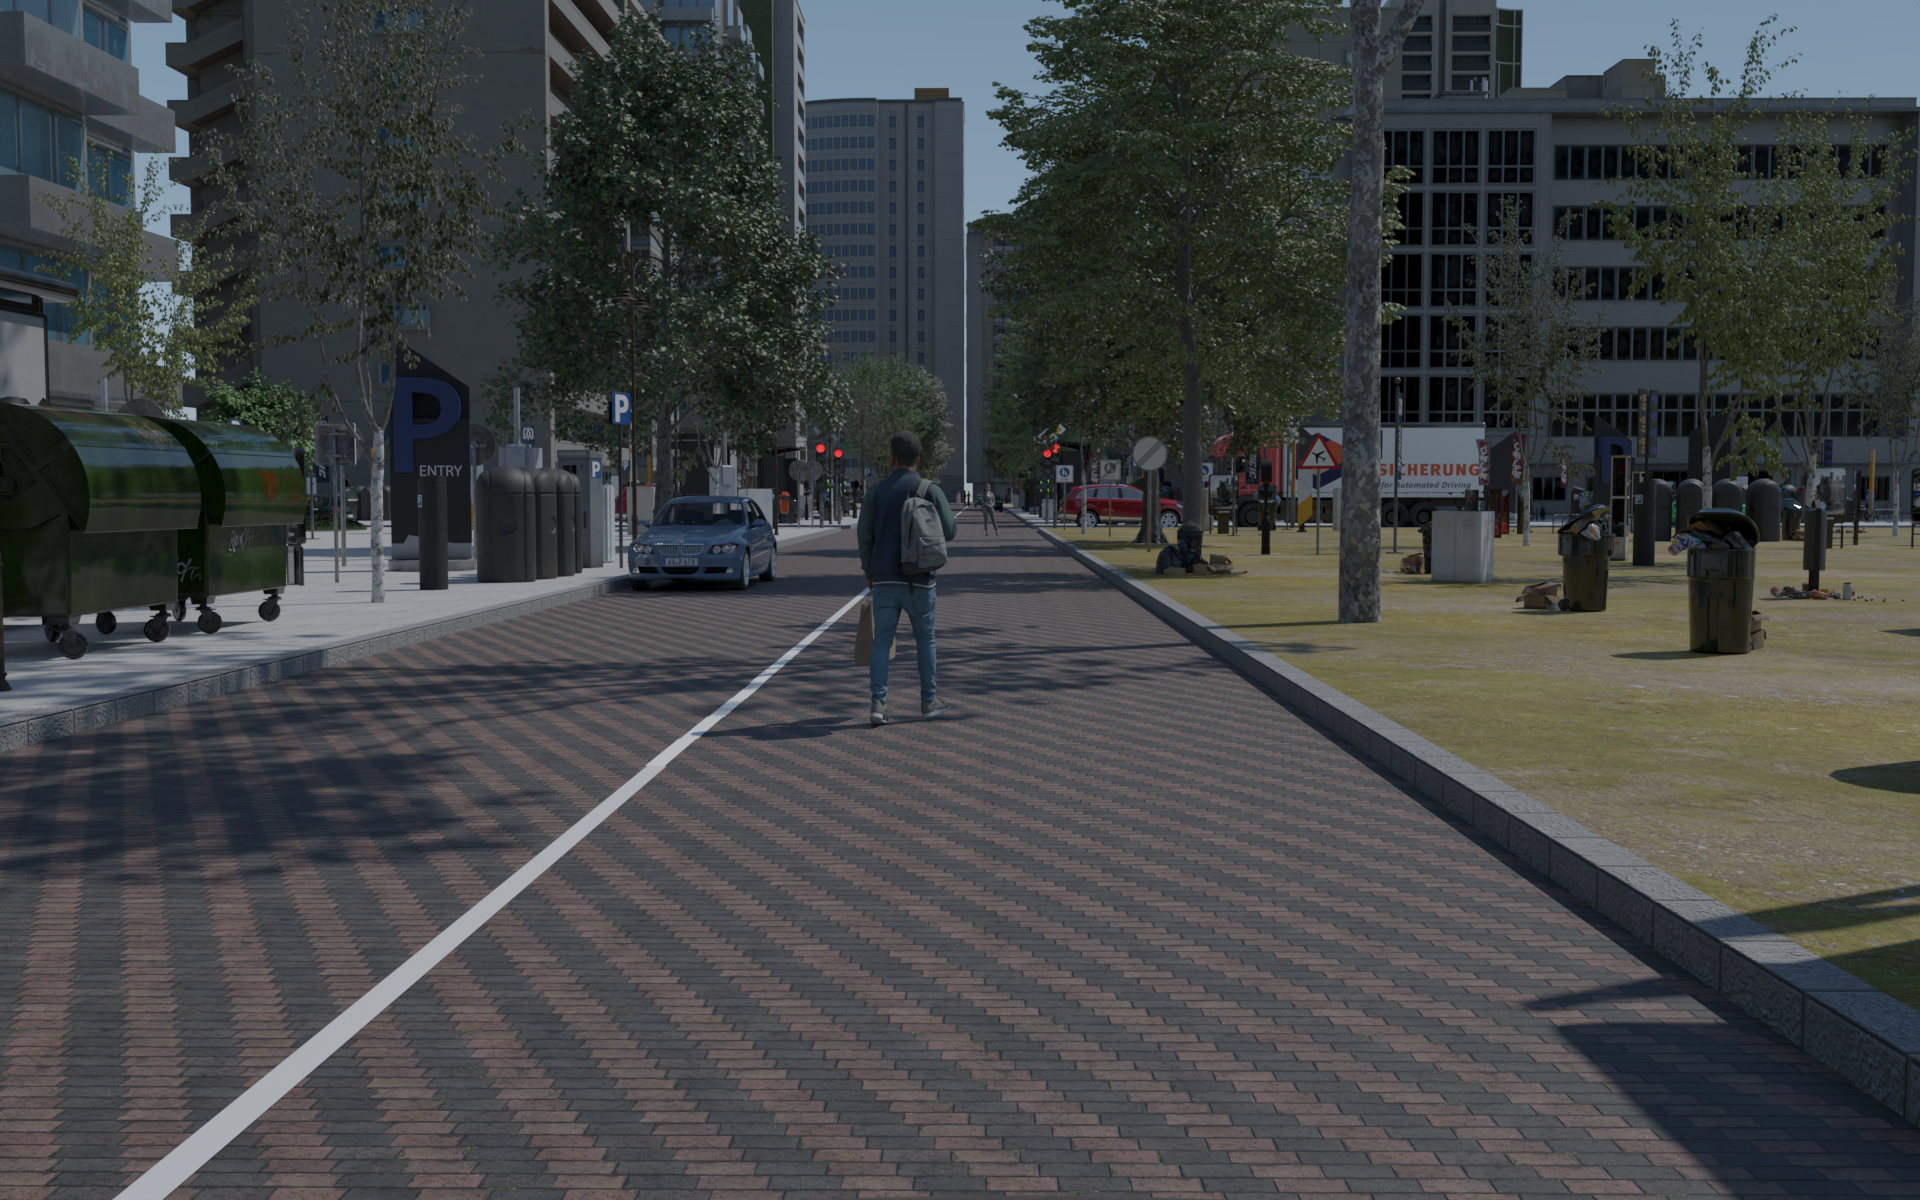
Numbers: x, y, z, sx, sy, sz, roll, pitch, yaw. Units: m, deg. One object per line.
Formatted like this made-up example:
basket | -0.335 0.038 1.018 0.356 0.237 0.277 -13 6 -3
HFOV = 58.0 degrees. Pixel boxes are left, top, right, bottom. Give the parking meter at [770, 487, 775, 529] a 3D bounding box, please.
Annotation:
parking meter | -6.984 -3.399 63.988 0.372 1.533 0.369 0 3 0

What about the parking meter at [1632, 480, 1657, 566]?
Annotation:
parking meter | 12.259 -1.383 31.021 0.372 1.533 0.369 0 3 0

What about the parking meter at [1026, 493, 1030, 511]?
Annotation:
parking meter | 5.075 -7.578 129.611 0.255 1.863 0.399 0 4 7

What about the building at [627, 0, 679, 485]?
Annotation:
building | -34.704 -26.871 131.227 32.217 40.220 23.993 0 4 1

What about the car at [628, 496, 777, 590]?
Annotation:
car | -3.982 -0.940 27.370 2.014 1.417 4.499 0 4 2

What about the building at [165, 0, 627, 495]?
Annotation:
building | -31.770 -29.092 99.357 21.300 48.544 21.600 0 4 1

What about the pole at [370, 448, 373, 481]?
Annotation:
pole | -25.868 -5.049 76.395 0.158 3.312 0.155 0 3 0

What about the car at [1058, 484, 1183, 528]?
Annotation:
car | 6.514 -3.657 68.471 5.304 1.827 2.281 0 4 1

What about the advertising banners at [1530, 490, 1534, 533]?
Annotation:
advertising banners | 17.363 -3.614 55.274 2.074 3.025 0.090 -1 4 -14

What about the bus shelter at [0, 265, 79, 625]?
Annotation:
bus shelter | -9.782 -2.141 12.644 2.179 5.291 8.768 0 4 1

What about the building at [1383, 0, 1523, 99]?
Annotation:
building | 70.790 -49.841 253.145 20.611 71.187 20.563 0 4 1

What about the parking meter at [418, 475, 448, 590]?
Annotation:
parking meter | -7.064 -0.905 23.216 0.372 1.533 0.369 0 3 0

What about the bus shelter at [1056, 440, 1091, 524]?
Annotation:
bus shelter | 4.893 -5.292 77.805 1.731 3.624 6.357 0 4 1

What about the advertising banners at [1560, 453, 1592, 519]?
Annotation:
advertising banners | 25.863 -4.680 72.711 0.090 3.025 2.074 -1 4 -21

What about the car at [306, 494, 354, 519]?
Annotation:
car | -26.317 -3.617 68.929 4.222 1.686 2.009 0 4 -1

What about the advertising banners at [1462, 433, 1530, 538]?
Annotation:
advertising banners | 15.591 -3.326 50.574 0.090 3.025 2.074 -3 5 -41

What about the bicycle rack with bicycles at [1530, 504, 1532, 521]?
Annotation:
bicycle rack with bicycles | 26.855 -4.257 82.988 2.852 0.926 2.925 1 4 18

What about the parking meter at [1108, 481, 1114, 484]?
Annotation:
parking meter | 6.827 -4.447 78.424 0.255 1.863 0.399 0 4 2

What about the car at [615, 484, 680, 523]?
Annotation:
car | -11.154 -3.680 68.849 5.304 1.827 2.281 0 4 -1

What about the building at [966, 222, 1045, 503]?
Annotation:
building | 7.825 -34.804 252.637 14.086 41.232 14.154 0 4 1

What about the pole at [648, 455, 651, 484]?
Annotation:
pole | -16.260 -5.923 90.687 0.158 3.312 0.155 0 3 0

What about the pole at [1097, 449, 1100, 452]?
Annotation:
pole | 6.168 -5.137 77.832 0.158 3.312 0.155 0 3 0

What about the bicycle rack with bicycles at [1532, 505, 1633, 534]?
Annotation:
bicycle rack with bicycles | 20.626 -2.602 55.917 2.925 0.926 2.852 -3 5 -41

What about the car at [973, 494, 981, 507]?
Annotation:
car | 2.529 -11.130 193.765 2.131 1.459 4.920 0 4 1

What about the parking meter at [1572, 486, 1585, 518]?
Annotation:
parking meter | 20.516 -2.999 57.442 0.372 1.533 0.369 0 3 0

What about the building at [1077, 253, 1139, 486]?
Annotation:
building | 26.966 -34.773 260.414 23.993 40.220 32.217 0 4 1

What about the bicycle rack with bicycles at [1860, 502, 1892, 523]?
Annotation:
bicycle rack with bicycles | 40.510 -3.919 77.464 2.925 0.926 2.852 -1 4 -21

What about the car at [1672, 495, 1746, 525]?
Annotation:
car | 28.803 -3.664 68.696 4.718 1.807 1.959 0 4 2

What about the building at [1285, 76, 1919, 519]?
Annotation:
building | 33.555 -16.709 92.262 30.058 24.678 14.314 0 4 1

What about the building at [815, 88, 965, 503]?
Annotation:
building | -13.392 -43.578 254.499 28.212 58.520 21.231 0 4 1

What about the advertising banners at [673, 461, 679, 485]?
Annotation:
advertising banners | -14.314 -5.883 92.368 2.074 3.025 0.090 1 4 14

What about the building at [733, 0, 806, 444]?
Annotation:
building | -32.141 -40.177 198.887 28.212 58.520 21.231 0 4 1

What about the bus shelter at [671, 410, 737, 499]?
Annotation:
bus shelter | -9.343 -5.110 61.180 2.179 5.291 8.768 0 4 1

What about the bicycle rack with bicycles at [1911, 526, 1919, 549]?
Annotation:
bicycle rack with bicycles | 23.601 -1.650 40.352 2.852 0.926 2.925 -1 4 -15

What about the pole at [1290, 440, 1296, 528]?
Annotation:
pole | 12.549 -4.368 65.255 0.158 3.312 0.155 0 3 0

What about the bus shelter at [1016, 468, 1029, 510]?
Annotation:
bus shelter | 5.485 -8.770 137.315 2.014 3.302 5.546 0 4 1

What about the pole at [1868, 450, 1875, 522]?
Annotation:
pole | 41.907 -5.245 79.605 0.158 3.312 0.155 0 3 0

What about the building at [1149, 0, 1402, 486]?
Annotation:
building | 29.611 -33.264 167.570 21.300 48.544 21.600 0 4 1

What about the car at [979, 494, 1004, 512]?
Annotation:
car | 2.559 -7.872 138.492 2.009 1.686 4.222 0 4 1

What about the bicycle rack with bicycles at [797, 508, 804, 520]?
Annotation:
bicycle rack with bicycles | -9.159 -4.234 82.600 2.925 0.926 2.852 1 4 12

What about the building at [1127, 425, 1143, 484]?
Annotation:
building | 33.826 -21.385 194.686 27.650 21.520 28.899 0 4 1

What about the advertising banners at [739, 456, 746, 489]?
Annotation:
advertising banners | -7.477 -4.005 61.672 0.090 3.025 2.074 -1 4 -21

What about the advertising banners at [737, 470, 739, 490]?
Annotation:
advertising banners | -16.671 -7.885 125.108 2.074 3.025 0.090 -1 4 -20

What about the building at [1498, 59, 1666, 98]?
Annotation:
building | 69.942 -35.127 198.032 21.600 48.544 21.300 0 4 1

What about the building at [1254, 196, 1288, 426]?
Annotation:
building | 25.285 -16.524 111.971 13.314 21.916 24.055 0 4 1

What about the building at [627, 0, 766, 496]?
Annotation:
building | -30.496 -33.256 163.349 23.786 49.044 30.456 0 4 1

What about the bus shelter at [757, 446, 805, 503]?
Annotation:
bus shelter | -8.957 -5.868 87.221 1.731 3.624 6.357 0 4 1

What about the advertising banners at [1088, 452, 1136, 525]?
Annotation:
advertising banners | 6.351 -4.633 71.939 2.074 3.025 0.090 0 4 5

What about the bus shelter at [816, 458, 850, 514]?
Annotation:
bus shelter | -8.357 -7.539 114.553 1.731 3.624 6.357 0 4 1

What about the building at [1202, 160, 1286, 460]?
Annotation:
building | 26.278 -21.292 135.518 14.401 28.519 23.554 0 4 1

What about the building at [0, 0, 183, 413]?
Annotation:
building | -35.364 -25.528 36.990 30.456 49.044 23.786 0 4 1
